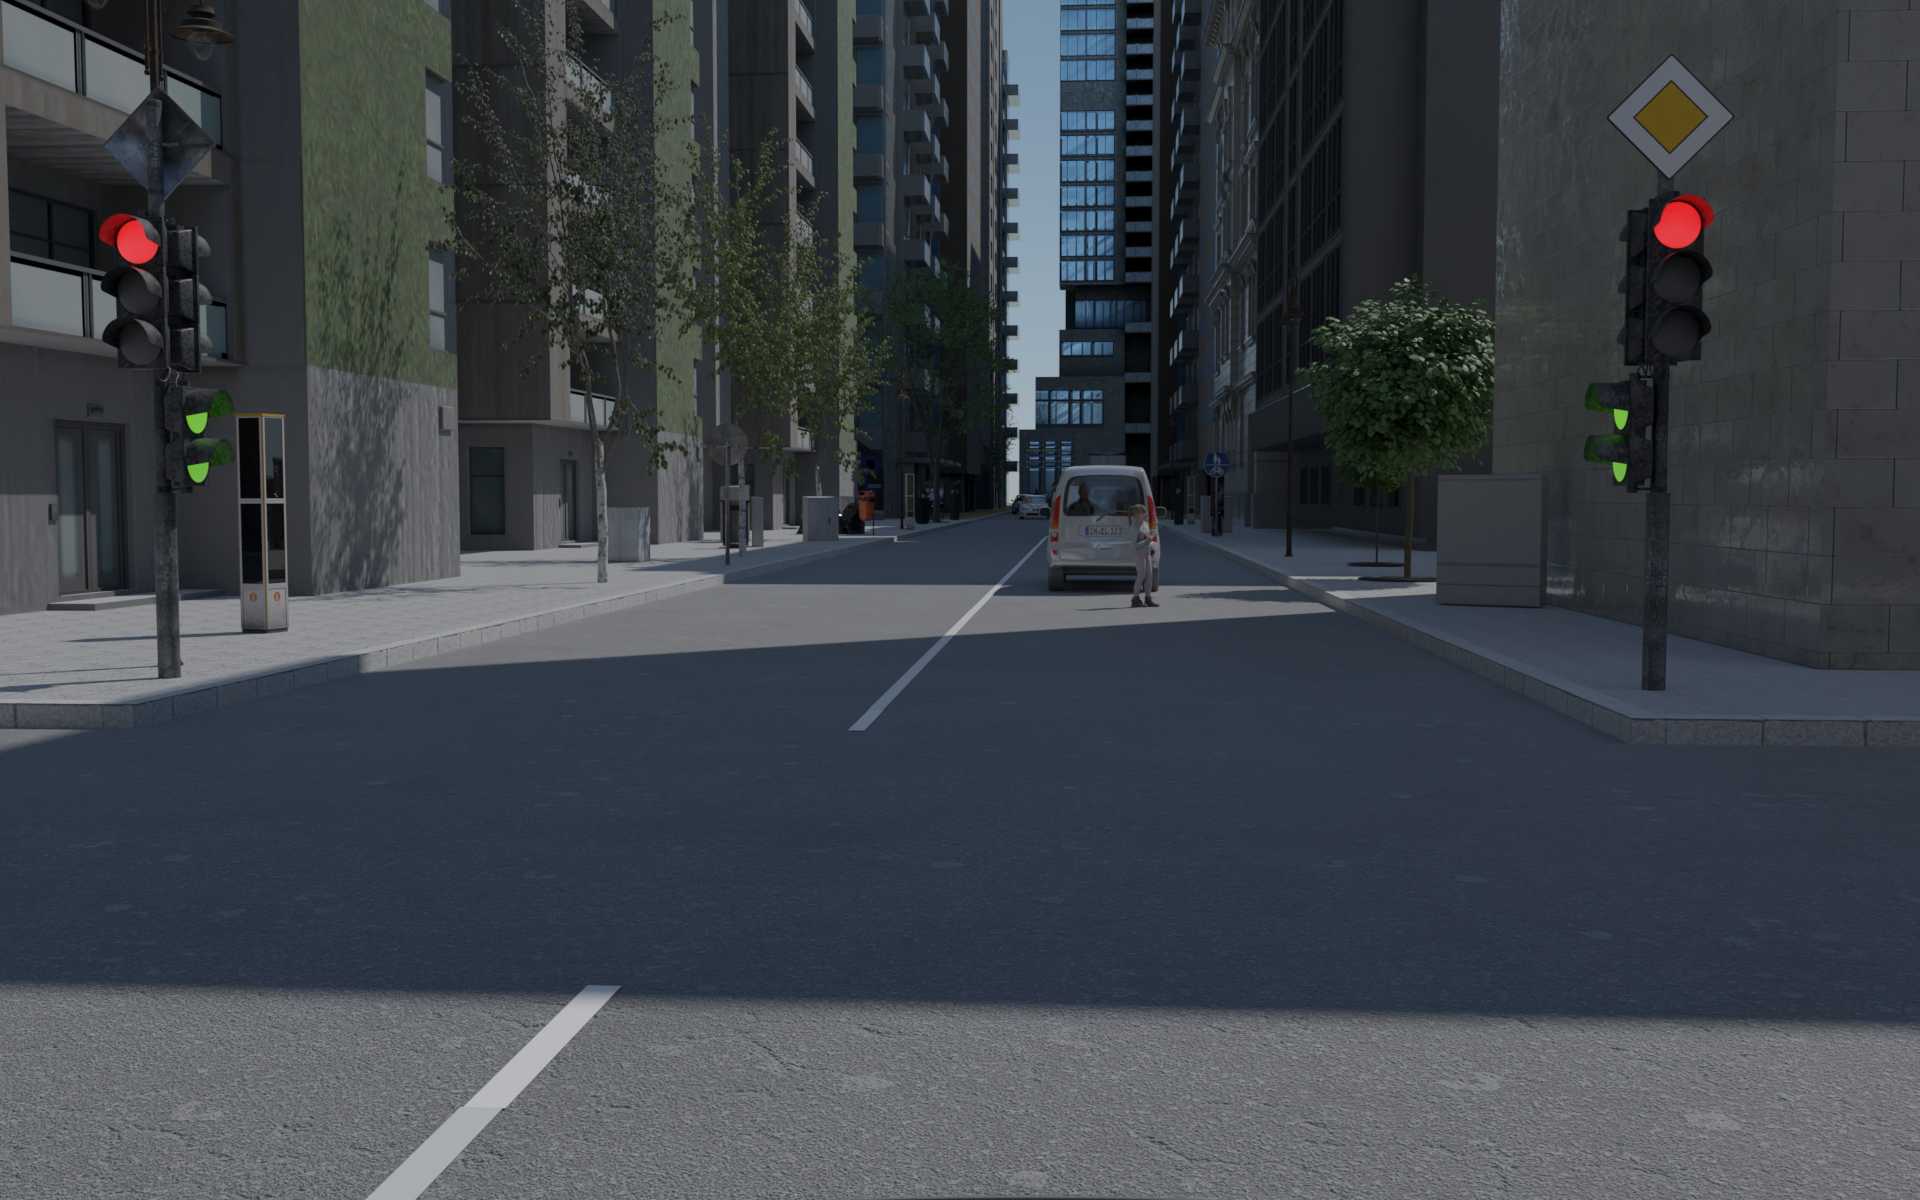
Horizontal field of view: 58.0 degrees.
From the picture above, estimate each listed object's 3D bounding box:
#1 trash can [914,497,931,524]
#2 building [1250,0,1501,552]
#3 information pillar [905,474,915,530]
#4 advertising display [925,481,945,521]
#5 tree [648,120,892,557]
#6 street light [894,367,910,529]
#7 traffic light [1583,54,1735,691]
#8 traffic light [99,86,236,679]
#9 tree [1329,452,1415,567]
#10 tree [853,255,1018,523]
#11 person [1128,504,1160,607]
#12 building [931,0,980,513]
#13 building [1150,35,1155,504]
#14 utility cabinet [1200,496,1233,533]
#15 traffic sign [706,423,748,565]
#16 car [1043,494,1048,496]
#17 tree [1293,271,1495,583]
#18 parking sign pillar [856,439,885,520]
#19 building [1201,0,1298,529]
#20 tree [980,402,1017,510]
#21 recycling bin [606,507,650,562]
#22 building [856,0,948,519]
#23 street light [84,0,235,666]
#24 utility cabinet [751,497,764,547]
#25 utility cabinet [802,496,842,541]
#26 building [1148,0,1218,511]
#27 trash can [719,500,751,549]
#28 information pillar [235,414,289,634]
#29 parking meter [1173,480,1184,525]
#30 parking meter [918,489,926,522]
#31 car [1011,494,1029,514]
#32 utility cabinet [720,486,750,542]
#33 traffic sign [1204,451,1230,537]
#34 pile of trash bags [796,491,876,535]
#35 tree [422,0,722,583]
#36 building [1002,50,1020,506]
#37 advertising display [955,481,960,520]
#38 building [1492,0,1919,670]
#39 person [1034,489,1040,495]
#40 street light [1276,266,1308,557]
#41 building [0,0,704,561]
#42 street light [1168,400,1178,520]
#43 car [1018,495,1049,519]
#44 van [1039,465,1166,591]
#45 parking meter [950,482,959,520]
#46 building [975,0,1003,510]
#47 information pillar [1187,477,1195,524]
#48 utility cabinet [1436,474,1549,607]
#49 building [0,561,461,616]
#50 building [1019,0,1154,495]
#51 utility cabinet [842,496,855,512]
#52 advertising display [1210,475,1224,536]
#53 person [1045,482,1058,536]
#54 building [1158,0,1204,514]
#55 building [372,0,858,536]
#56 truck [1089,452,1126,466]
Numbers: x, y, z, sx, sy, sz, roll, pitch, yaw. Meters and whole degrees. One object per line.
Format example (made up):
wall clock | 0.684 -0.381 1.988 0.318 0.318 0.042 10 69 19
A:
trash can | -1.594 -3.794 73.682 0.748 1.137 0.748 0 3 0
building | 16.594 -15.643 49.272 14.314 27.812 24.014 0 4 4
information pillar | -1.800 -3.522 62.075 0.304 2.012 0.304 -1 4 -10
advertising display | -1.207 -4.810 83.858 0.974 1.923 0.123 1 4 21
tree | -4.188 -5.168 34.861 4.737 8.622 4.395 0 3 0
street light | -2.131 -5.539 63.358 0.468 5.910 1.993 0 4 4
traffic light | 4.531 -1.366 11.247 0.839 4.253 0.868 0 4 4
traffic light | -5.504 -1.410 11.974 0.839 4.253 0.868 0 4 4
tree | 7.562 -2.218 30.870 1.663 3.219 1.824 0 3 0
tree | -1.168 -9.247 76.938 9.928 11.665 9.643 0 3 0
person | 2.334 -0.560 21.930 0.394 1.301 0.425 1 4 18
building | -5.863 -29.045 124.998 14.600 45.320 14.200 0 4 4
building | 23.935 -28.713 153.048 14.154 41.232 14.086 0 4 4
utility cabinet | 8.470 -2.814 57.166 1.020 1.237 0.306 -1 4 -11
traffic sign | -4.195 -1.901 31.191 0.768 2.556 0.104 0 4 6
car | 7.099 -7.771 136.849 2.009 1.686 4.222 0 4 6
tree | 6.588 -2.565 25.652 4.285 4.588 4.351 0 3 0
parking sign pillar | -4.445 -5.943 85.642 1.447 3.967 1.447 -2 4 -24
building | 17.865 -17.516 73.780 14.401 28.519 23.554 0 4 4
tree | 2.722 -11.366 136.200 4.360 8.622 3.978 0 3 0
recycling bin | -6.323 -1.240 32.836 0.722 1.027 0.722 1 4 9
building | -12.403 -29.530 102.425 23.786 49.044 30.456 0 4 4
street light | -5.904 -2.446 12.772 0.468 5.910 1.993 0 4 4
utility cabinet | -4.931 -1.901 42.239 0.306 1.237 1.020 0 4 -7
utility cabinet | -3.794 -2.207 47.248 1.020 1.237 0.306 -3 5 -39
building | 22.628 -29.893 138.865 14.600 45.320 14.200 0 4 4
trash can | -5.301 -1.789 40.907 0.748 1.137 0.748 0 3 0
information pillar | -6.451 -0.705 16.019 0.304 2.012 0.304 1 4 19
parking meter | 9.120 -4.070 72.253 0.399 1.863 0.255 1 4 18
parking meter | -1.750 -4.368 79.833 0.372 1.533 0.369 0 3 0
car | 4.664 -6.865 124.245 2.014 1.417 4.499 0 4 4
utility cabinet | -6.004 -2.289 46.096 0.318 1.500 1.173 -2 4 -34
traffic sign | 7.664 -3.156 51.700 0.768 2.556 0.104 1 4 11
pile of trash bags | -3.708 -2.761 54.901 1.912 1.369 3.447 -3 4 -36
tree | -5.243 -4.544 24.657 4.360 8.622 3.978 0 3 0
building | -8.904 -34.478 183.325 30.456 49.044 23.786 0 4 4
advertising display | -0.121 -4.942 86.022 0.123 1.923 0.974 -1 4 -10
building | 15.041 -9.897 16.574 16.860 20.320 10.420 0 4 4
person | 6.643 -8.725 150.785 1.348 1.869 0.705 3 4 38
street light | 6.746 -3.826 35.337 0.468 5.910 1.993 0 4 4
building | -14.751 -21.883 41.383 14.154 41.232 14.086 0 4 4
street light | 10.489 -6.888 85.407 0.468 5.910 1.993 0 4 4
car | 4.354 -5.336 99.608 2.083 1.381 4.827 0 4 3
van | 2.216 -1.216 26.900 2.013 2.044 4.112 0 4 4
parking meter | -0.269 -4.864 85.245 0.255 1.863 0.399 -3 5 -42
building | -6.982 -43.589 150.926 20.611 71.187 20.563 0 4 4
information pillar | 9.783 -4.208 73.296 0.304 2.012 0.304 0 4 4
utility cabinet | 6.073 -0.678 19.772 1.173 1.500 0.318 2 4 32
building | -15.255 -20.533 19.316 14.154 41.232 14.086 0 4 4
building | 22.147 -53.033 179.765 31.000 86.520 22.319 0 4 4
utility cabinet | -3.900 -3.003 60.255 0.306 1.237 1.020 -1 4 -19
advertising display | 7.900 -2.933 53.167 0.123 1.923 0.974 2 4 27
person | 3.183 -2.980 57.213 0.794 1.824 0.713 2 4 32
building | 25.729 -30.371 116.174 23.786 49.044 30.456 0 4 4
building | -11.686 -23.221 63.261 14.154 41.232 14.086 0 4 4
truck | 10.344 -8.082 121.059 2.839 4.237 11.283 0 4 5
